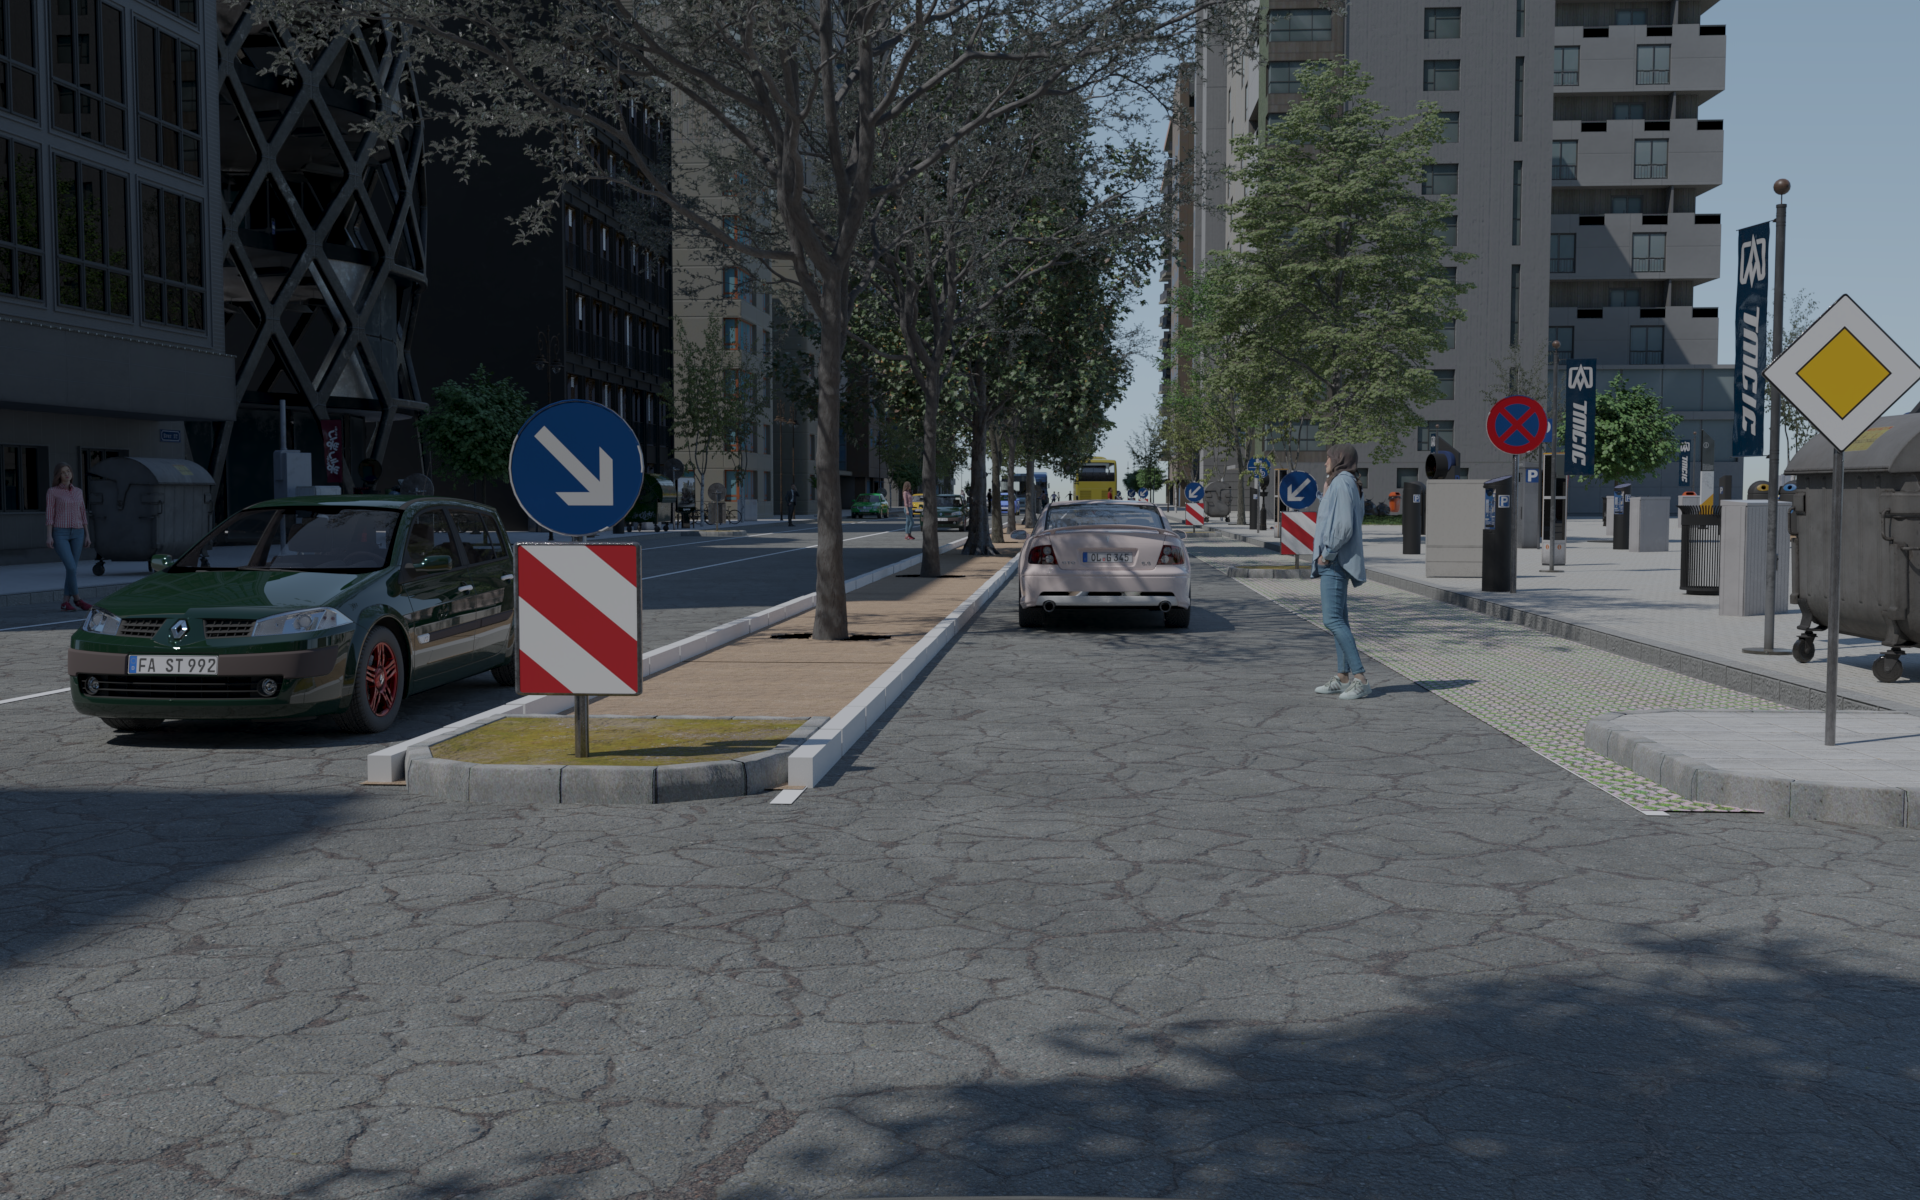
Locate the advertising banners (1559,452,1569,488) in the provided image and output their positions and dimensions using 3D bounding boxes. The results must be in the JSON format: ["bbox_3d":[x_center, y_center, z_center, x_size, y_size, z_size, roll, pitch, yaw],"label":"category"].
[{"bbox_3d":[24.180,-4.609,71.552,2.074,3.025,0.090,2,4,31],"label":"advertising banners"}]

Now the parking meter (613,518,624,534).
[{"bbox_3d":[-11.022,-2.903,55.867,0.372,1.533,0.369,0,3,0],"label":"parking meter"}]

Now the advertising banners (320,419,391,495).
[{"bbox_3d":[-13.905,-2.706,40.437,2.074,3.025,0.090,0,4,6],"label":"advertising banners"}]

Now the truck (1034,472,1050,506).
[{"bbox_3d":[9.893,-13.940,217.676,2.967,4.110,18.799,0,4,4],"label":"truck"}]

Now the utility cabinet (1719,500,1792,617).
[{"bbox_3d":[8.509,-0.450,18.514,1.020,1.237,0.306,-3,5,-40],"label":"utility cabinet"}]

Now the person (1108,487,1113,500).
[{"bbox_3d":[8.757,-5.639,100.634,0.705,1.831,1.348,1,4,13],"label":"person"}]

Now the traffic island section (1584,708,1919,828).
[{"bbox_3d":[4.462,0.821,8.853,2.009,0.180,2.903,0,4,4],"label":"traffic island section"}]

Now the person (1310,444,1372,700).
[{"bbox_3d":[2.730,-0.219,12.344,0.793,1.790,0.793,-1,4,-17],"label":"person"}]

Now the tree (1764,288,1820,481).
[{"bbox_3d":[29.763,-6.791,61.399,4.360,8.622,3.978,0,3,0],"label":"tree"}]

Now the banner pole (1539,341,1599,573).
[{"bbox_3d":[9.934,-2.339,28.255,0.863,3.779,0.401,2,4,25],"label":"banner pole"}]

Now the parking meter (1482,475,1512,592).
[{"bbox_3d":[7.071,-0.879,22.789,0.372,1.533,0.369,0,3,0],"label":"parking meter"}]

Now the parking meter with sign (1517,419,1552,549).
[{"bbox_3d":[13.439,-2.731,40.908,0.543,3.016,1.738,0,4,1],"label":"parking meter with sign"}]

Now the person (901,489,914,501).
[{"bbox_3d":[-3.639,-7.204,126.375,1.348,1.812,0.705,1,4,18],"label":"person"}]

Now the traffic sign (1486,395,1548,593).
[{"bbox_3d":[7.165,-1.361,22.352,0.768,2.556,0.104,1,4,11],"label":"traffic sign"}]

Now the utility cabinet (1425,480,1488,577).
[{"bbox_3d":[7.750,-1.092,26.535,1.173,1.500,0.318,1,4,12],"label":"utility cabinet"}]

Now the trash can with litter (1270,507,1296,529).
[{"bbox_3d":[11.759,-3.217,63.651,2.233,1.210,1.678,0,4,-1],"label":"trash can with litter"}]

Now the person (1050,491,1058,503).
[{"bbox_3d":[9.324,-9.954,172.183,0.756,1.711,0.436,1,4,19],"label":"person"}]

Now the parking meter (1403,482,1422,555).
[{"bbox_3d":[9.608,-1.736,36.803,0.372,1.533,0.369,0,3,0],"label":"parking meter"}]

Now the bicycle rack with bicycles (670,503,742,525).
[{"bbox_3d":[-10.836,-3.623,72.617,2.925,0.926,2.852,0,4,6],"label":"bicycle rack with bicycles"}]

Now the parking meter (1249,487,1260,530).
[{"bbox_3d":[10.610,-3.298,62.333,0.372,1.533,0.369,0,3,0],"label":"parking meter"}]

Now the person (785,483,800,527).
[{"bbox_3d":[-7.418,-4.216,76.793,0.474,1.900,0.648,2,4,32],"label":"person"}]

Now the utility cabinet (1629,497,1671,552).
[{"bbox_3d":[15.307,-1.670,38.467,1.020,1.237,0.306,-2,4,-31],"label":"utility cabinet"}]

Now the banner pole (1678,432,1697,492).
[{"bbox_3d":[29.311,-4.874,69.705,0.401,3.779,0.863,-3,5,-41],"label":"banner pole"}]

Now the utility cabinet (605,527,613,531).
[{"bbox_3d":[-12.139,-3.000,60.217,0.306,1.237,1.020,2,4,26],"label":"utility cabinet"}]

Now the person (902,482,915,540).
[{"bbox_3d":[-1.610,-2.801,54.308,0.388,1.821,0.555,0,4,3],"label":"person"}]

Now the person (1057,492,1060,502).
[{"bbox_3d":[13.435,-13.765,234.345,0.721,1.735,1.217,0,4,-5],"label":"person"}]

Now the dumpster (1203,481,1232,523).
[{"bbox_3d":[11.664,-4.444,78.421,1.264,1.857,1.865,0,4,4],"label":"dumpster"}]

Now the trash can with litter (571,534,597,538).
[{"bbox_3d":[-11.124,-2.440,51.276,1.055,1.170,0.624,3,5,44],"label":"trash can with litter"}]

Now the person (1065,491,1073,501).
[{"bbox_3d":[12.932,-11.895,202.993,1.348,1.822,0.705,-1,4,-10],"label":"person"}]

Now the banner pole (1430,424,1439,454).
[{"bbox_3d":[17.145,-4.440,62.616,0.401,3.779,0.863,0,4,-6],"label":"banner pole"}]

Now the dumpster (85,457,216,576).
[{"bbox_3d":[-12.937,-1.342,27.707,1.264,1.857,1.865,0,4,4],"label":"dumpster"}]

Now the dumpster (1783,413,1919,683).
[{"bbox_3d":[6.860,-0.404,12.361,1.264,1.857,1.865,0,4,4],"label":"dumpster"}]

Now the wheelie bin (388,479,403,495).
[{"bbox_3d":[-12.009,-1.818,37.635,0.693,1.594,0.980,1,4,20],"label":"wheelie bin"}]

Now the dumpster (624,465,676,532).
[{"bbox_3d":[-10.558,-3.432,58.611,1.502,2.255,1.985,0,4,4],"label":"dumpster"}]

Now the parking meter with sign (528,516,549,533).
[{"bbox_3d":[-14.222,-3.792,58.268,0.543,3.016,1.738,-2,4,-34],"label":"parking meter with sign"}]

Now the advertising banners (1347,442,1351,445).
[{"bbox_3d":[13.402,-3.845,59.058,0.090,3.025,2.074,2,4,25],"label":"advertising banners"}]

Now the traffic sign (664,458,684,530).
[{"bbox_3d":[-10.149,-3.750,61.411,0.768,2.556,0.104,1,4,11],"label":"traffic sign"}]

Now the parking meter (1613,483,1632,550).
[{"bbox_3d":[15.295,-1.932,40.004,0.372,1.533,0.369,0,3,0],"label":"parking meter"}]

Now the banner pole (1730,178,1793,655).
[{"bbox_3d":[6.501,-1.472,14.082,0.401,3.779,0.863,0,4,-5],"label":"banner pole"}]

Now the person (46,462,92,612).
[{"bbox_3d":[-10.897,-0.772,21.129,0.388,1.821,0.555,1,4,22],"label":"person"}]

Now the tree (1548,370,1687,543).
[{"bbox_3d":[17.468,-3.816,46.106,4.285,4.588,4.351,0,3,0],"label":"tree"}]

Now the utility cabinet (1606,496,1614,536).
[{"bbox_3d":[20.310,-2.573,53.234,0.306,1.237,1.020,-1,4,-16],"label":"utility cabinet"}]

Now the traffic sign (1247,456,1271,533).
[{"bbox_3d":[9.790,-3.466,56.782,0.768,2.556,0.104,1,4,9],"label":"traffic sign"}]

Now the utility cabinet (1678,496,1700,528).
[{"bbox_3d":[27.908,-3.354,66.001,1.020,1.237,0.306,-1,4,-11],"label":"utility cabinet"}]

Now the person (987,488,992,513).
[{"bbox_3d":[2.260,-7.432,129.643,0.705,1.869,1.348,-1,4,-17],"label":"person"}]

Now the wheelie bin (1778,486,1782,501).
[{"bbox_3d":[31.469,-3.538,65.755,0.980,1.594,0.693,0,4,6],"label":"wheelie bin"}]

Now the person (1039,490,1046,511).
[{"bbox_3d":[6.874,-8.269,144.404,0.721,1.736,1.217,2,4,28],"label":"person"}]

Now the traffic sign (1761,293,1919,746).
[{"bbox_3d":[4.438,-0.314,8.777,0.795,2.450,0.064,0,4,4],"label":"traffic sign"}]

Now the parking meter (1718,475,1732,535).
[{"bbox_3d":[23.838,-2.952,53.979,0.255,1.863,0.399,0,4,0],"label":"parking meter"}]

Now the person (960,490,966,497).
[{"bbox_3d":[0.165,-6.918,122.274,0.621,1.740,0.551,0,4,-4],"label":"person"}]
